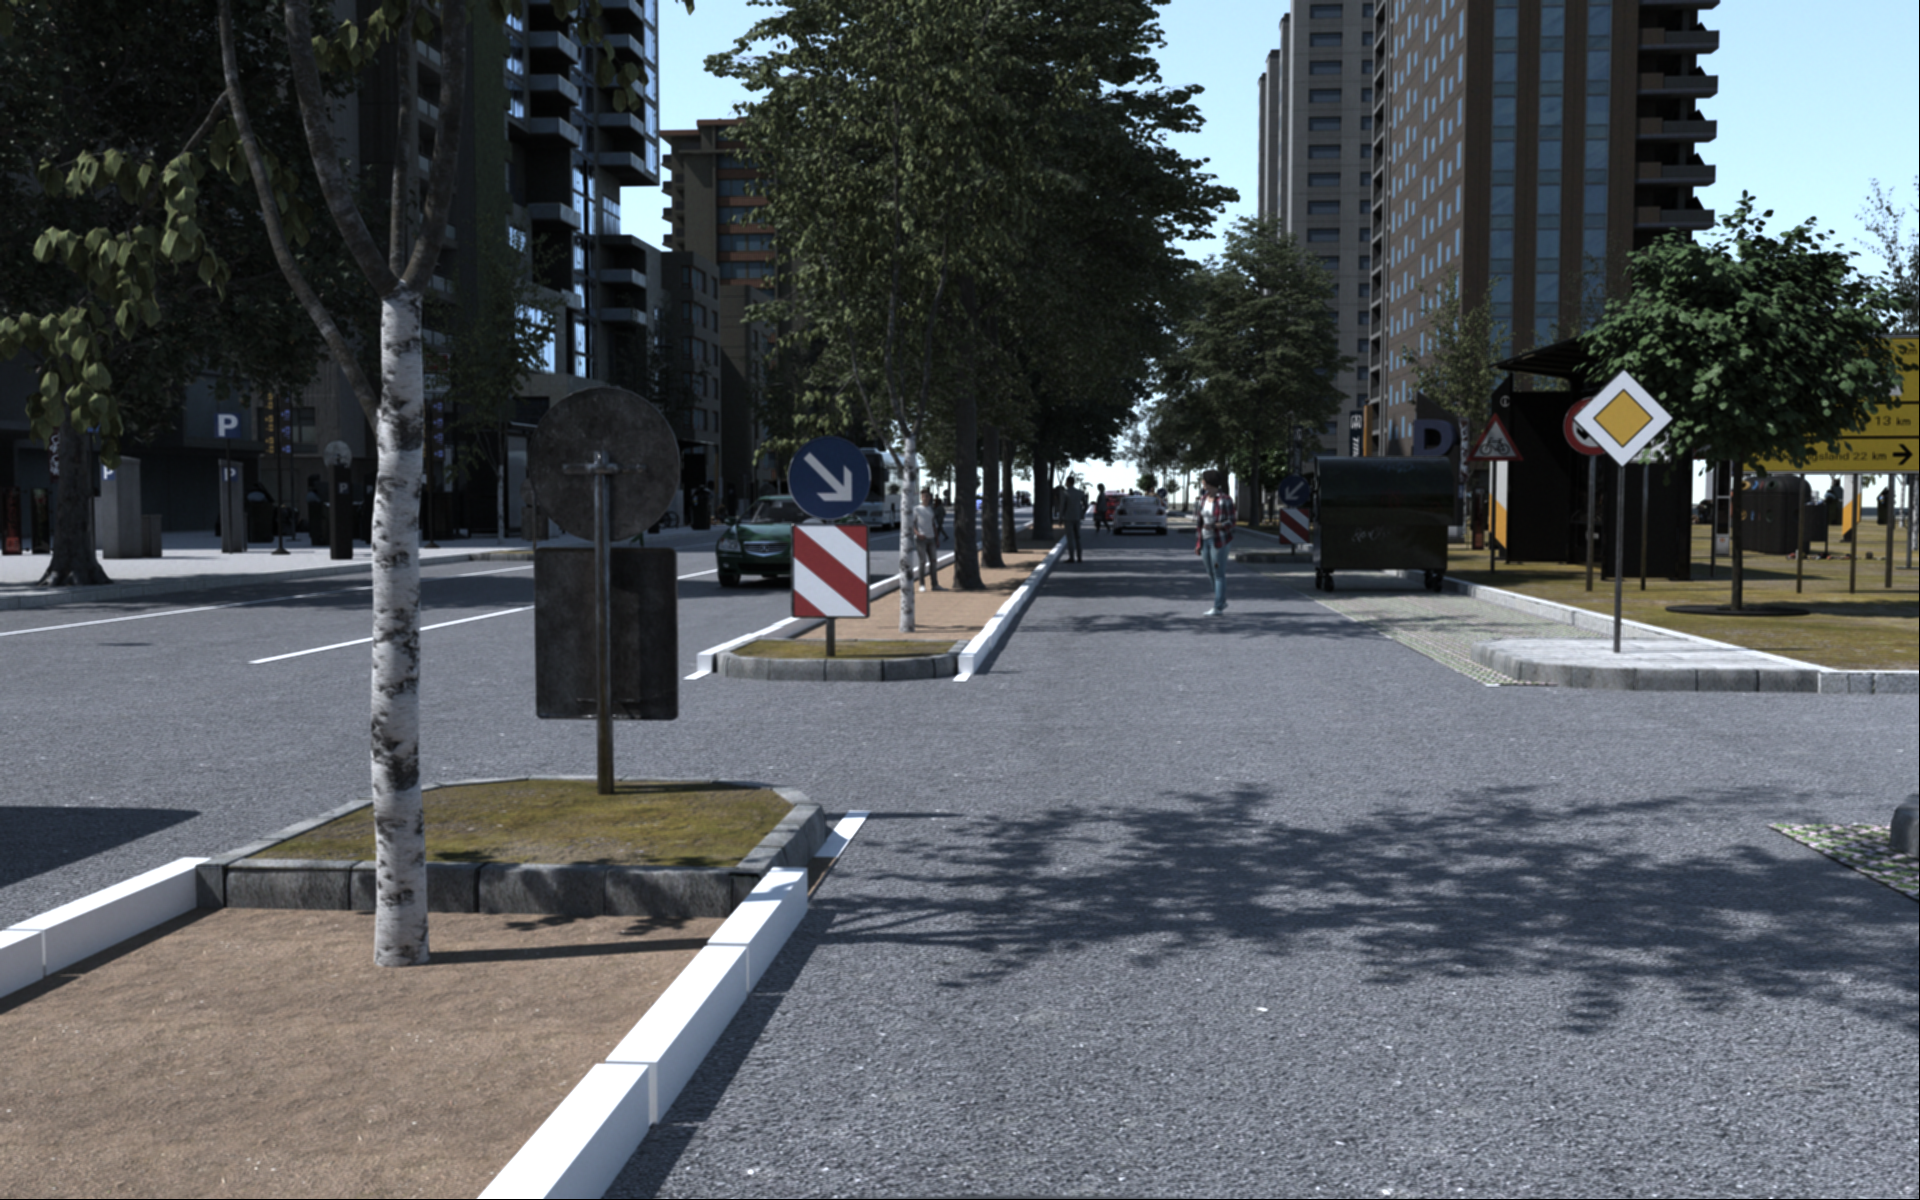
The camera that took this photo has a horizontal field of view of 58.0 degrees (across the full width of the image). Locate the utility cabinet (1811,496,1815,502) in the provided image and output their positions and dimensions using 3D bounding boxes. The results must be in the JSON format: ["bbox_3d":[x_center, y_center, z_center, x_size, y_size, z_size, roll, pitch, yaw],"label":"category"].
[{"bbox_3d":[28.700,-2.927,59.017,0.306,1.237,1.020,0,4,-6],"label":"utility cabinet"}]

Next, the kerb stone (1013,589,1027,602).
[{"bbox_3d":[0.749,-0.012,22.389,0.120,0.150,1.000,0,4,5],"label":"kerb stone"}]

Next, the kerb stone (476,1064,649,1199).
[{"bbox_3d":[-0.800,1.150,3.404,0.120,0.150,1.000,0,4,5],"label":"kerb stone"}]

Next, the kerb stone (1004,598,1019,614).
[{"bbox_3d":[0.579,0.115,20.340,0.120,0.150,1.000,0,4,5],"label":"kerb stone"}]

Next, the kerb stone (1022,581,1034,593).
[{"bbox_3d":[0.926,-0.137,24.430,0.120,0.150,1.000,0,4,5],"label":"kerb stone"}]

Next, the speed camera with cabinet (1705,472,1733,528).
[{"bbox_3d":[29.464,-4.400,66.270,2.038,3.252,0.660,-2,4,-26],"label":"speed camera with cabinet"}]

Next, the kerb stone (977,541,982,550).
[{"bbox_3d":[0.573,-1.459,46.058,0.120,0.150,1.000,0,4,5],"label":"kerb stone"}]

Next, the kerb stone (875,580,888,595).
[{"bbox_3d":[-1.174,-0.148,24.610,0.120,0.150,1.000,0,4,5],"label":"kerb stone"}]

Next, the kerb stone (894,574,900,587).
[{"bbox_3d":[-1.003,-0.267,26.652,0.120,0.150,1.000,0,4,5],"label":"kerb stone"}]

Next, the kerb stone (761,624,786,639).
[{"bbox_3d":[-1.823,0.362,16.422,0.120,0.150,1.000,0,4,5],"label":"kerb stone"}]

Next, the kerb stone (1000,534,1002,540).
[{"bbox_3d":[1.484,-2.143,57.282,0.120,0.150,1.000,0,4,5],"label":"kerb stone"}]

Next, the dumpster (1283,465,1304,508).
[{"bbox_3d":[11.516,-3.326,56.868,1.502,2.255,1.985,0,4,4],"label":"dumpster"}]

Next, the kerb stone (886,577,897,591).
[{"bbox_3d":[-1.086,-0.210,25.629,0.120,0.150,1.000,0,4,5],"label":"kerb stone"}]

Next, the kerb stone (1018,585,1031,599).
[{"bbox_3d":[0.844,-0.073,23.411,0.120,0.150,1.000,0,4,5],"label":"kerb stone"}]

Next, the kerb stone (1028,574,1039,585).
[{"bbox_3d":[1.083,-0.256,26.472,0.120,0.150,1.000,0,4,5],"label":"kerb stone"}]

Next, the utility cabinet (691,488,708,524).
[{"bbox_3d":[-11.285,-4.066,75.158,0.318,1.500,1.173,1,4,11],"label":"utility cabinet"}]

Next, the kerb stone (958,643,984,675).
[{"bbox_3d":[0.085,0.488,14.211,0.120,0.150,1.000,0,4,5],"label":"kerb stone"}]

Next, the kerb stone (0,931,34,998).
[{"bbox_3d":[-2.793,1.077,4.591,0.120,0.150,1.000,0,4,5],"label":"kerb stone"}]

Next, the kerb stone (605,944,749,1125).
[{"bbox_3d":[-0.706,1.090,4.430,0.120,0.150,1.000,0,4,5],"label":"kerb stone"}]

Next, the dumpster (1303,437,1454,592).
[{"bbox_3d":[6.182,-1.259,25.536,1.985,2.255,1.502,0,4,6],"label":"dumpster"}]

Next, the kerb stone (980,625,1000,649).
[{"bbox_3d":[0.260,0.367,16.247,0.120,0.150,1.000,0,4,5],"label":"kerb stone"}]

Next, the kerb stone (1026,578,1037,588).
[{"bbox_3d":[1.009,-0.191,25.449,0.120,0.150,1.000,0,4,5],"label":"kerb stone"}]

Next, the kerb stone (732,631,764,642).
[{"bbox_3d":[-1.919,0.417,15.404,0.120,0.150,1.000,0,4,5],"label":"kerb stone"}]

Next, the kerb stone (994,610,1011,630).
[{"bbox_3d":[0.423,0.239,18.287,0.120,0.150,1.000,0,4,5],"label":"kerb stone"}]

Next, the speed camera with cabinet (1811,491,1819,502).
[{"bbox_3d":[39.125,-5.312,81.183,2.038,3.252,0.660,2,4,33],"label":"speed camera with cabinet"}]

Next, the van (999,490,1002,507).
[{"bbox_3d":[3.411,-9.281,158.753,2.013,2.044,4.112,0,4,6],"label":"van"}]

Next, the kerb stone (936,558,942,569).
[{"bbox_3d":[-0.500,-0.645,32.787,0.120,0.150,1.000,0,4,5],"label":"kerb stone"}]

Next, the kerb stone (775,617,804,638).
[{"bbox_3d":[-1.748,0.290,17.460,0.120,0.150,1.000,0,4,5],"label":"kerb stone"}]

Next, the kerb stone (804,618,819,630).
[{"bbox_3d":[-1.669,0.227,18.489,0.120,0.150,1.000,0,4,5],"label":"kerb stone"}]

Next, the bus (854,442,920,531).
[{"bbox_3d":[-3.635,-4.617,70.354,2.948,3.499,13.247,0,4,5],"label":"bus"}]

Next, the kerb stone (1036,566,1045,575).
[{"bbox_3d":[1.332,-0.446,29.539,0.120,0.150,1.000,0,4,5],"label":"kerb stone"}]

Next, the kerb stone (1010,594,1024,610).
[{"bbox_3d":[0.671,0.057,21.370,0.120,0.150,1.000,0,4,5],"label":"kerb stone"}]

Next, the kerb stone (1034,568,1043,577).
[{"bbox_3d":[1.247,-0.387,28.521,0.120,0.150,1.000,0,4,5],"label":"kerb stone"}]

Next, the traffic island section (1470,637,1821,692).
[{"bbox_3d":[5.337,0.505,14.027,2.009,0.180,2.903,0,4,5],"label":"traffic island section"}]

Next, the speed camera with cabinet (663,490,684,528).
[{"bbox_3d":[-11.263,-4.442,66.964,0.660,3.252,2.038,0,4,8],"label":"speed camera with cabinet"}]

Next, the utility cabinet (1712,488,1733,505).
[{"bbox_3d":[29.958,-3.594,67.442,1.173,1.500,0.318,0,4,3],"label":"utility cabinet"}]

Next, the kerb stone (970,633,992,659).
[{"bbox_3d":[0.166,0.426,15.229,0.120,0.150,1.000,0,4,5],"label":"kerb stone"}]

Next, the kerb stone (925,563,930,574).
[{"bbox_3d":[-0.675,-0.523,30.744,0.120,0.150,1.000,0,4,5],"label":"kerb stone"}]

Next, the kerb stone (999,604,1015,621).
[{"bbox_3d":[0.500,0.176,19.313,0.120,0.150,1.000,0,4,5],"label":"kerb stone"}]

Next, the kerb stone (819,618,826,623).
[{"bbox_3d":[-1.586,0.164,19.508,0.120,0.150,1.000,0,4,5],"label":"kerb stone"}]

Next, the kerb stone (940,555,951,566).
[{"bbox_3d":[-0.338,-0.772,34.824,0.120,0.150,1.000,0,4,5],"label":"kerb stone"}]

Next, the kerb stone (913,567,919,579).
[{"bbox_3d":[-0.755,-0.459,29.723,0.120,0.150,1.000,0,4,5],"label":"kerb stone"}]

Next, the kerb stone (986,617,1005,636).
[{"bbox_3d":[0.334,0.302,17.269,0.120,0.150,1.000,0,4,5],"label":"kerb stone"}]

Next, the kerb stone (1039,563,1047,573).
[{"bbox_3d":[1.413,-0.506,30.558,0.120,0.150,1.000,0,4,5],"label":"kerb stone"}]

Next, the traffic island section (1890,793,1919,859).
[{"bbox_3d":[4.690,0.992,6.068,2.009,0.180,2.903,0,4,5],"label":"traffic island section"}]

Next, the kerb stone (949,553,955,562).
[{"bbox_3d":[-0.258,-0.835,35.843,0.120,0.150,1.000,0,4,5],"label":"kerb stone"}]

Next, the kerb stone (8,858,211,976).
[{"bbox_3d":[-2.717,1.014,5.610,0.120,0.150,1.000,0,4,5],"label":"kerb stone"}]

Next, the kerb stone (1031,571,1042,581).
[{"bbox_3d":[1.177,-0.321,27.490,0.120,0.150,1.000,0,4,5],"label":"kerb stone"}]

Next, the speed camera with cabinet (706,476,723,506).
[{"bbox_3d":[-13.338,-5.867,90.260,2.038,3.252,0.660,2,4,31],"label":"speed camera with cabinet"}]

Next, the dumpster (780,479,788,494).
[{"bbox_3d":[-8.534,-5.264,88.565,1.502,2.255,1.985,0,4,5],"label":"dumpster"}]

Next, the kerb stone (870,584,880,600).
[{"bbox_3d":[-1.247,-0.085,23.591,0.120,0.150,1.000,0,4,5],"label":"kerb stone"}]

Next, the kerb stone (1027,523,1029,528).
[{"bbox_3d":[2.653,-3.020,71.573,0.120,0.150,1.000,0,4,5],"label":"kerb stone"}]

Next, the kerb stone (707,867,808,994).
[{"bbox_3d":[-0.624,1.024,5.455,0.120,0.150,1.000,0,4,5],"label":"kerb stone"}]

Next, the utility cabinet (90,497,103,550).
[{"bbox_3d":[-19.656,-1.781,40.273,1.020,1.237,0.306,-3,4,-39],"label":"utility cabinet"}]

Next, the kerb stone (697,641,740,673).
[{"bbox_3d":[-2.008,0.478,14.373,0.120,0.150,1.000,0,4,5],"label":"kerb stone"}]

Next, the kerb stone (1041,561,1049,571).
[{"bbox_3d":[1.506,-0.571,31.581,0.120,0.150,1.000,0,4,5],"label":"kerb stone"}]

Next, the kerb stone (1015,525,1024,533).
[{"bbox_3d":[2.309,-2.766,67.491,0.120,0.150,1.000,0,4,5],"label":"kerb stone"}]

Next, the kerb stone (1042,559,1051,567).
[{"bbox_3d":[1.592,-0.636,32.599,0.120,0.150,1.000,0,4,5],"label":"kerb stone"}]
